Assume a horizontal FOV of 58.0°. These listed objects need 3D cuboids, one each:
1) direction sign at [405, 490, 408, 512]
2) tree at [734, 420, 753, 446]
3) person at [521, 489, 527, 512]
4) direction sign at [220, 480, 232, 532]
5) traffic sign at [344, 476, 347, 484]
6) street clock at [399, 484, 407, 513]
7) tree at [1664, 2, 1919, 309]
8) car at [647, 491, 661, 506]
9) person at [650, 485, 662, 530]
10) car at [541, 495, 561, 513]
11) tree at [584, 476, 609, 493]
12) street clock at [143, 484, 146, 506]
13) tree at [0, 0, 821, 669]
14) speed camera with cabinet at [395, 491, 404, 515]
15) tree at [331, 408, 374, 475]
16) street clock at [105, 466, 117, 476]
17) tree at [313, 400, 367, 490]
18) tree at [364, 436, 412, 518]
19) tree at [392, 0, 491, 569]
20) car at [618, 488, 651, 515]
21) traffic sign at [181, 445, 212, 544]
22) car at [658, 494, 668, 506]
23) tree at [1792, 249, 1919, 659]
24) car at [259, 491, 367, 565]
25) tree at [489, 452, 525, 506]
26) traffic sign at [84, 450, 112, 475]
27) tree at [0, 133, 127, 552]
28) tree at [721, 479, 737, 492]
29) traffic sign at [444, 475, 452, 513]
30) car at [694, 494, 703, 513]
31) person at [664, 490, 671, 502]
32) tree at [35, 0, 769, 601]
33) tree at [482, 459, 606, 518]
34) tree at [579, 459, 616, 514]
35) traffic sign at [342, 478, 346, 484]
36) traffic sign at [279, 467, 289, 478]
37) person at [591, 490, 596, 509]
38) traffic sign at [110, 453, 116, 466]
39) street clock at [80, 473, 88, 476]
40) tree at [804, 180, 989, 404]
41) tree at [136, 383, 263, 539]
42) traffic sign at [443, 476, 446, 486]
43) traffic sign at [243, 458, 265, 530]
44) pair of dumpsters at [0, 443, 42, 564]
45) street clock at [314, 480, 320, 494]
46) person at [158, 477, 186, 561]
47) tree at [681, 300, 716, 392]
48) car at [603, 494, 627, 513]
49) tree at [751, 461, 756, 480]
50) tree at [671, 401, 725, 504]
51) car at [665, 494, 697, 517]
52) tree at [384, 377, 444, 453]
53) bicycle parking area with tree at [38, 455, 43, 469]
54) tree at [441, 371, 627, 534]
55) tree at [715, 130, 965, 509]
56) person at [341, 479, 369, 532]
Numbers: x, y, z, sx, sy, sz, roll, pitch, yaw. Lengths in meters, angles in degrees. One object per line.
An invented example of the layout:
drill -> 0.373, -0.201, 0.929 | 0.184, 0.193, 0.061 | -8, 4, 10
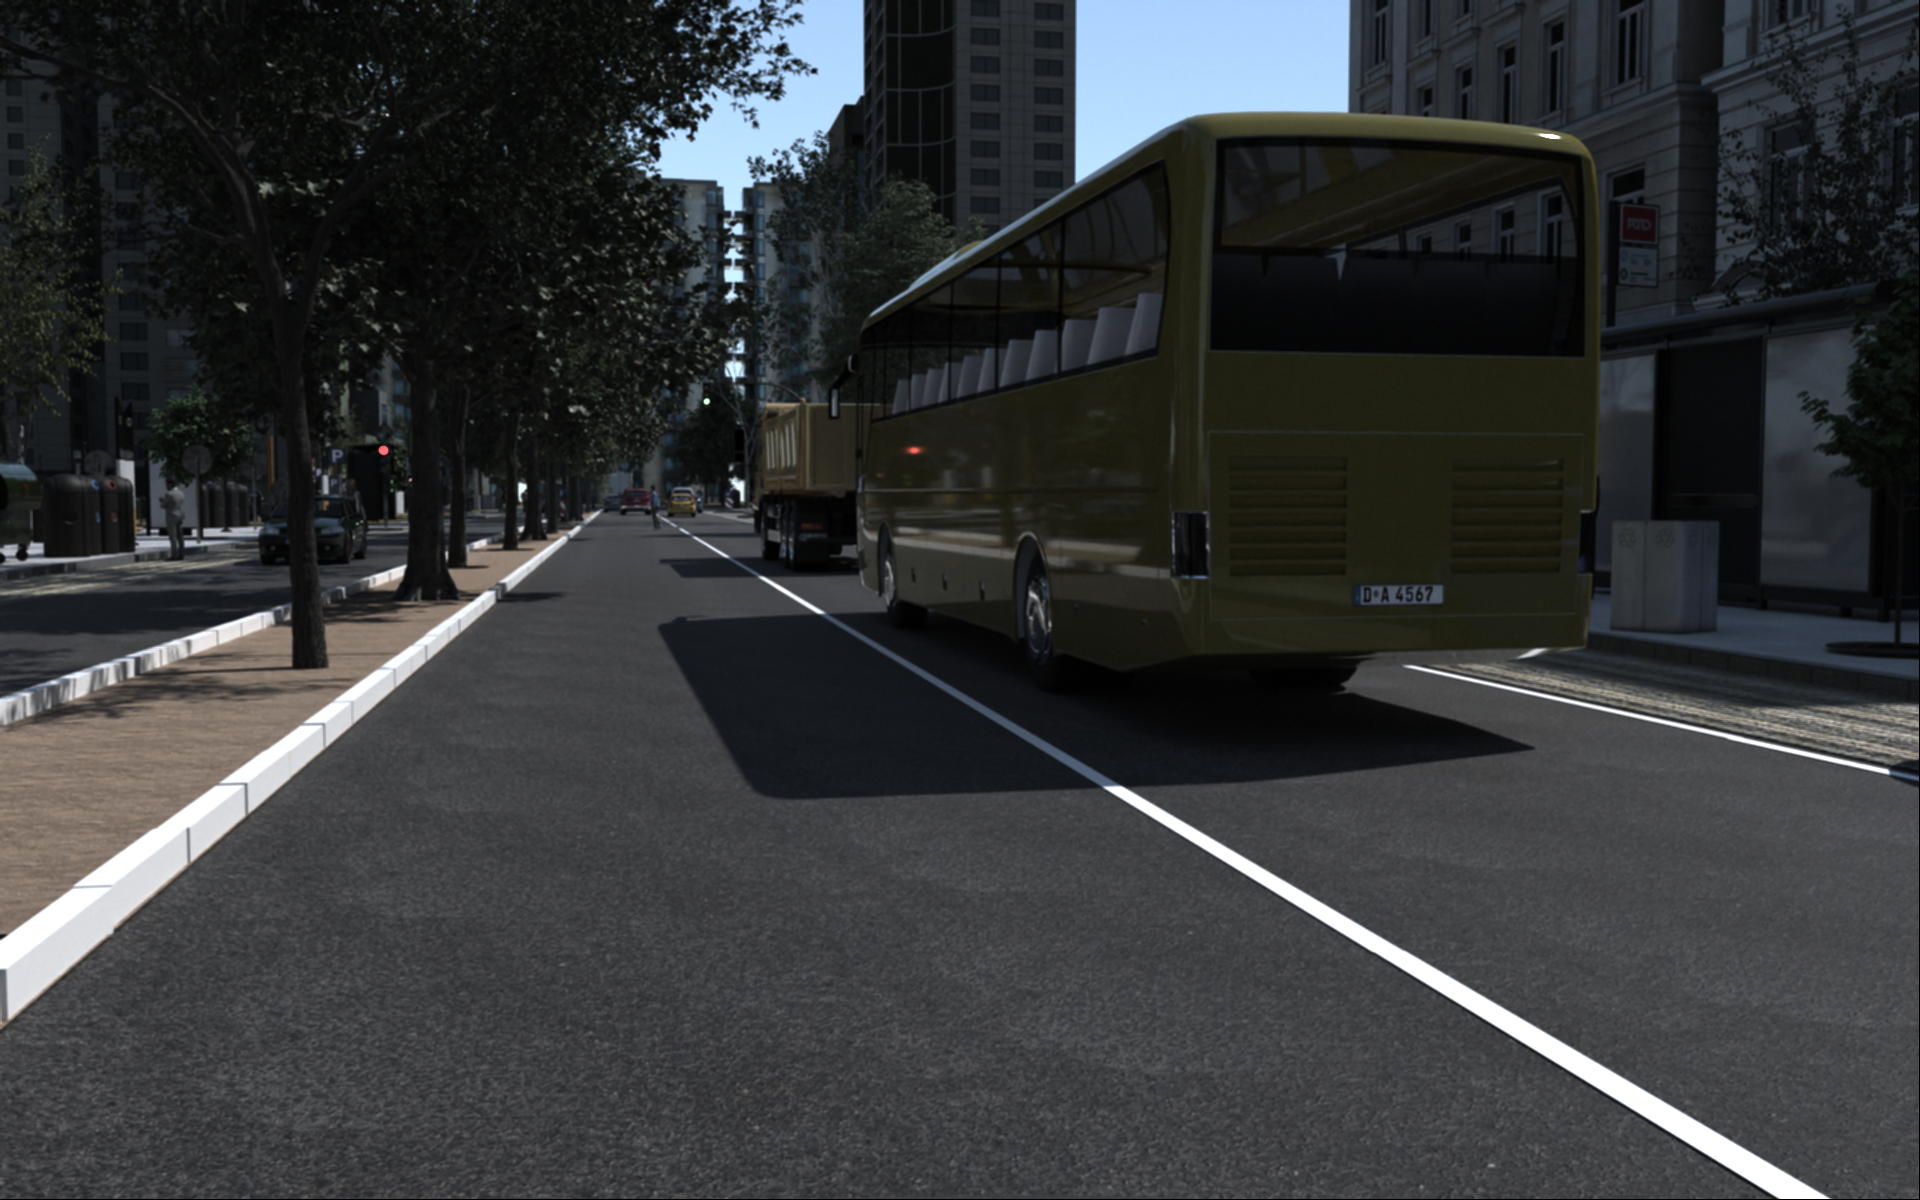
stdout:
direction sign -> -38.861, -7.913, 121.382 | 0.876, 3.537, 0.379 | 2, 4, 34
tree -> -26.095, -16.141, 189.662 | 9.928, 11.665, 9.643 | 0, 3, 0
person -> -34.137, -7.779, 135.867 | 0.592, 1.802, 0.473 | 3, 4, 38
direction sign -> -24.905, -4.079, 58.696 | 0.876, 3.537, 0.379 | 1, 4, 23
traffic sign -> -35.319, -6.050, 100.100 | 0.795, 2.450, 0.064 | 0, 4, -4
street clock -> -37.185, -6.798, 115.718 | 0.358, 2.002, 0.471 | 3, 5, 44
tree -> 12.830, -4.585, 25.331 | 4.360, 8.622, 3.978 | 0, 3, 0
car -> -38.594, -12.781, 217.636 | 2.281, 1.827, 5.304 | -1, 4, -10
person -> -12.057, -3.654, 68.592 | 0.444, 1.785, 0.601 | 1, 4, 22
car -> -31.355, -7.625, 133.714 | 2.155, 1.783, 4.494 | -1, 4, -11
tree -> -29.660, -11.327, 138.015 | 4.737, 8.622, 4.395 | 0, 3, 0
street clock -> -59.051, -7.405, 125.644 | 0.358, 2.002, 0.471 | -2, 4, -23
tree -> -5.372, -4.731, 14.228 | 8.767, 10.594, 7.601 | -1, 4, -11
speed camera with cabinet -> -35.523, -6.965, 108.218 | 0.660, 3.252, 2.038 | 1, 4, 11
tree -> -50.602, -11.886, 144.702 | 4.360, 8.622, 3.978 | 0, 3, 0
street clock -> -21.967, -2.472, 44.985 | 0.358, 2.002, 0.471 | 0, 4, 1
tree -> -47.281, -11.141, 132.518 | 4.737, 8.622, 4.395 | 0, 3, 0
tree -> -30.747, -6.687, 93.050 | 4.285, 4.588, 4.351 | 0, 3, 0
tree -> -9.537, -6.400, 32.861 | 9.928, 11.665, 9.643 | 0, 3, 0
car -> -22.331, -6.759, 119.180 | 2.281, 1.827, 5.304 | -1, 4, -13
traffic sign -> -19.729, -2.734, 44.813 | 0.768, 2.556, 0.104 | 0, 4, -8
car -> -34.442, -11.598, 199.843 | 2.015, 1.641, 3.980 | -1, 4, -12
tree -> 7.414, -1.175, 13.817 | 1.663, 3.219, 1.824 | 0, 3, 0
car -> -13.622, -1.638, 36.567 | 2.009, 1.686, 4.222 | -1, 4, -12
tree -> -47.188, -14.068, 180.370 | 4.737, 8.622, 4.395 | 0, 3, 0
traffic sign -> -25.002, -3.068, 50.261 | 0.768, 2.556, 0.104 | -1, 4, -10
tree -> -19.534, -5.230, 35.879 | 4.737, 8.622, 4.395 | 0, 3, 0
tree -> -23.676, -11.198, 177.682 | 1.663, 3.219, 1.824 | 0, 3, 0
traffic sign -> -33.663, -6.993, 114.448 | 0.768, 2.556, 0.104 | 0, 4, -6
car -> -20.589, -7.348, 132.149 | 2.014, 1.417, 4.499 | -1, 4, -11
person -> -31.277, -10.887, 186.438 | 1.348, 1.831, 0.705 | -3, 5, -42
tree -> -7.249, -6.347, 23.237 | 9.611, 12.733, 9.660 | 0, 3, 0
tree -> -23.003, -11.791, 101.898 | 9.857, 13.997, 8.962 | 0, 3, 0
tree -> -26.607, -12.750, 121.296 | 12.009, 13.543, 11.850 | 0, 3, 0
traffic sign -> -34.930, -5.884, 97.385 | 0.795, 2.450, 0.064 | 0, 4, -5
traffic sign -> -30.954, -4.874, 79.794 | 0.768, 2.556, 0.104 | -1, 4, -9
person -> -34.973, -9.564, 164.850 | 0.705, 1.826, 1.348 | 1, 4, 17
traffic sign -> -26.153, -3.287, 53.849 | 0.768, 2.556, 0.104 | 0, 4, -1
street clock -> -30.111, -3.361, 59.521 | 0.471, 2.002, 0.358 | -2, 4, -28
tree -> -1.843, -8.900, 63.648 | 7.486, 12.596, 7.792 | 0, 3, 0
tree -> -21.933, -4.037, 49.727 | 4.285, 4.588, 4.351 | 0, 3, 0
traffic sign -> -36.490, -7.456, 122.003 | 0.768, 2.556, 0.104 | 0, 4, -1
traffic sign -> -25.260, -3.786, 61.999 | 0.768, 2.556, 0.104 | 0, 4, -4
pair of dumpsters -> -17.950, -1.744, 31.006 | 1.574, 2.255, 4.437 | -1, 4, -11
street clock -> -34.289, -5.366, 92.309 | 0.358, 2.002, 0.471 | -1, 4, -13
person -> -16.842, -1.731, 36.983 | 0.466, 1.800, 0.511 | 0, 4, -1
tree -> -17.884, -17.886, 148.322 | 12.611, 20.169, 13.585 | 0, 3, 0
car -> -26.729, -7.489, 134.448 | 2.014, 1.417, 4.499 | -1, 4, -10
tree -> -12.537, -8.159, 117.119 | 4.285, 4.588, 4.351 | 0, 3, 0
tree -> -33.338, -19.562, 226.500 | 9.857, 13.997, 8.962 | 0, 3, 0
car -> -17.402, -5.989, 108.141 | 2.015, 1.641, 3.980 | -1, 4, -9
tree -> -32.426, -9.422, 104.413 | 4.737, 8.622, 4.395 | 0, 3, 0
bicycle parking area with tree -> -65.735, -8.711, 129.430 | 8.231, 4.147, 9.016 | -1, 4, -23
tree -> -14.924, -8.688, 62.627 | 7.486, 12.596, 7.792 | 0, 3, 0
tree -> -5.666, -14.242, 88.738 | 12.611, 20.169, 13.585 | 0, 3, 0
person -> -14.595, -2.019, 41.701 | 0.709, 1.800, 0.728 | -2, 4, -35
